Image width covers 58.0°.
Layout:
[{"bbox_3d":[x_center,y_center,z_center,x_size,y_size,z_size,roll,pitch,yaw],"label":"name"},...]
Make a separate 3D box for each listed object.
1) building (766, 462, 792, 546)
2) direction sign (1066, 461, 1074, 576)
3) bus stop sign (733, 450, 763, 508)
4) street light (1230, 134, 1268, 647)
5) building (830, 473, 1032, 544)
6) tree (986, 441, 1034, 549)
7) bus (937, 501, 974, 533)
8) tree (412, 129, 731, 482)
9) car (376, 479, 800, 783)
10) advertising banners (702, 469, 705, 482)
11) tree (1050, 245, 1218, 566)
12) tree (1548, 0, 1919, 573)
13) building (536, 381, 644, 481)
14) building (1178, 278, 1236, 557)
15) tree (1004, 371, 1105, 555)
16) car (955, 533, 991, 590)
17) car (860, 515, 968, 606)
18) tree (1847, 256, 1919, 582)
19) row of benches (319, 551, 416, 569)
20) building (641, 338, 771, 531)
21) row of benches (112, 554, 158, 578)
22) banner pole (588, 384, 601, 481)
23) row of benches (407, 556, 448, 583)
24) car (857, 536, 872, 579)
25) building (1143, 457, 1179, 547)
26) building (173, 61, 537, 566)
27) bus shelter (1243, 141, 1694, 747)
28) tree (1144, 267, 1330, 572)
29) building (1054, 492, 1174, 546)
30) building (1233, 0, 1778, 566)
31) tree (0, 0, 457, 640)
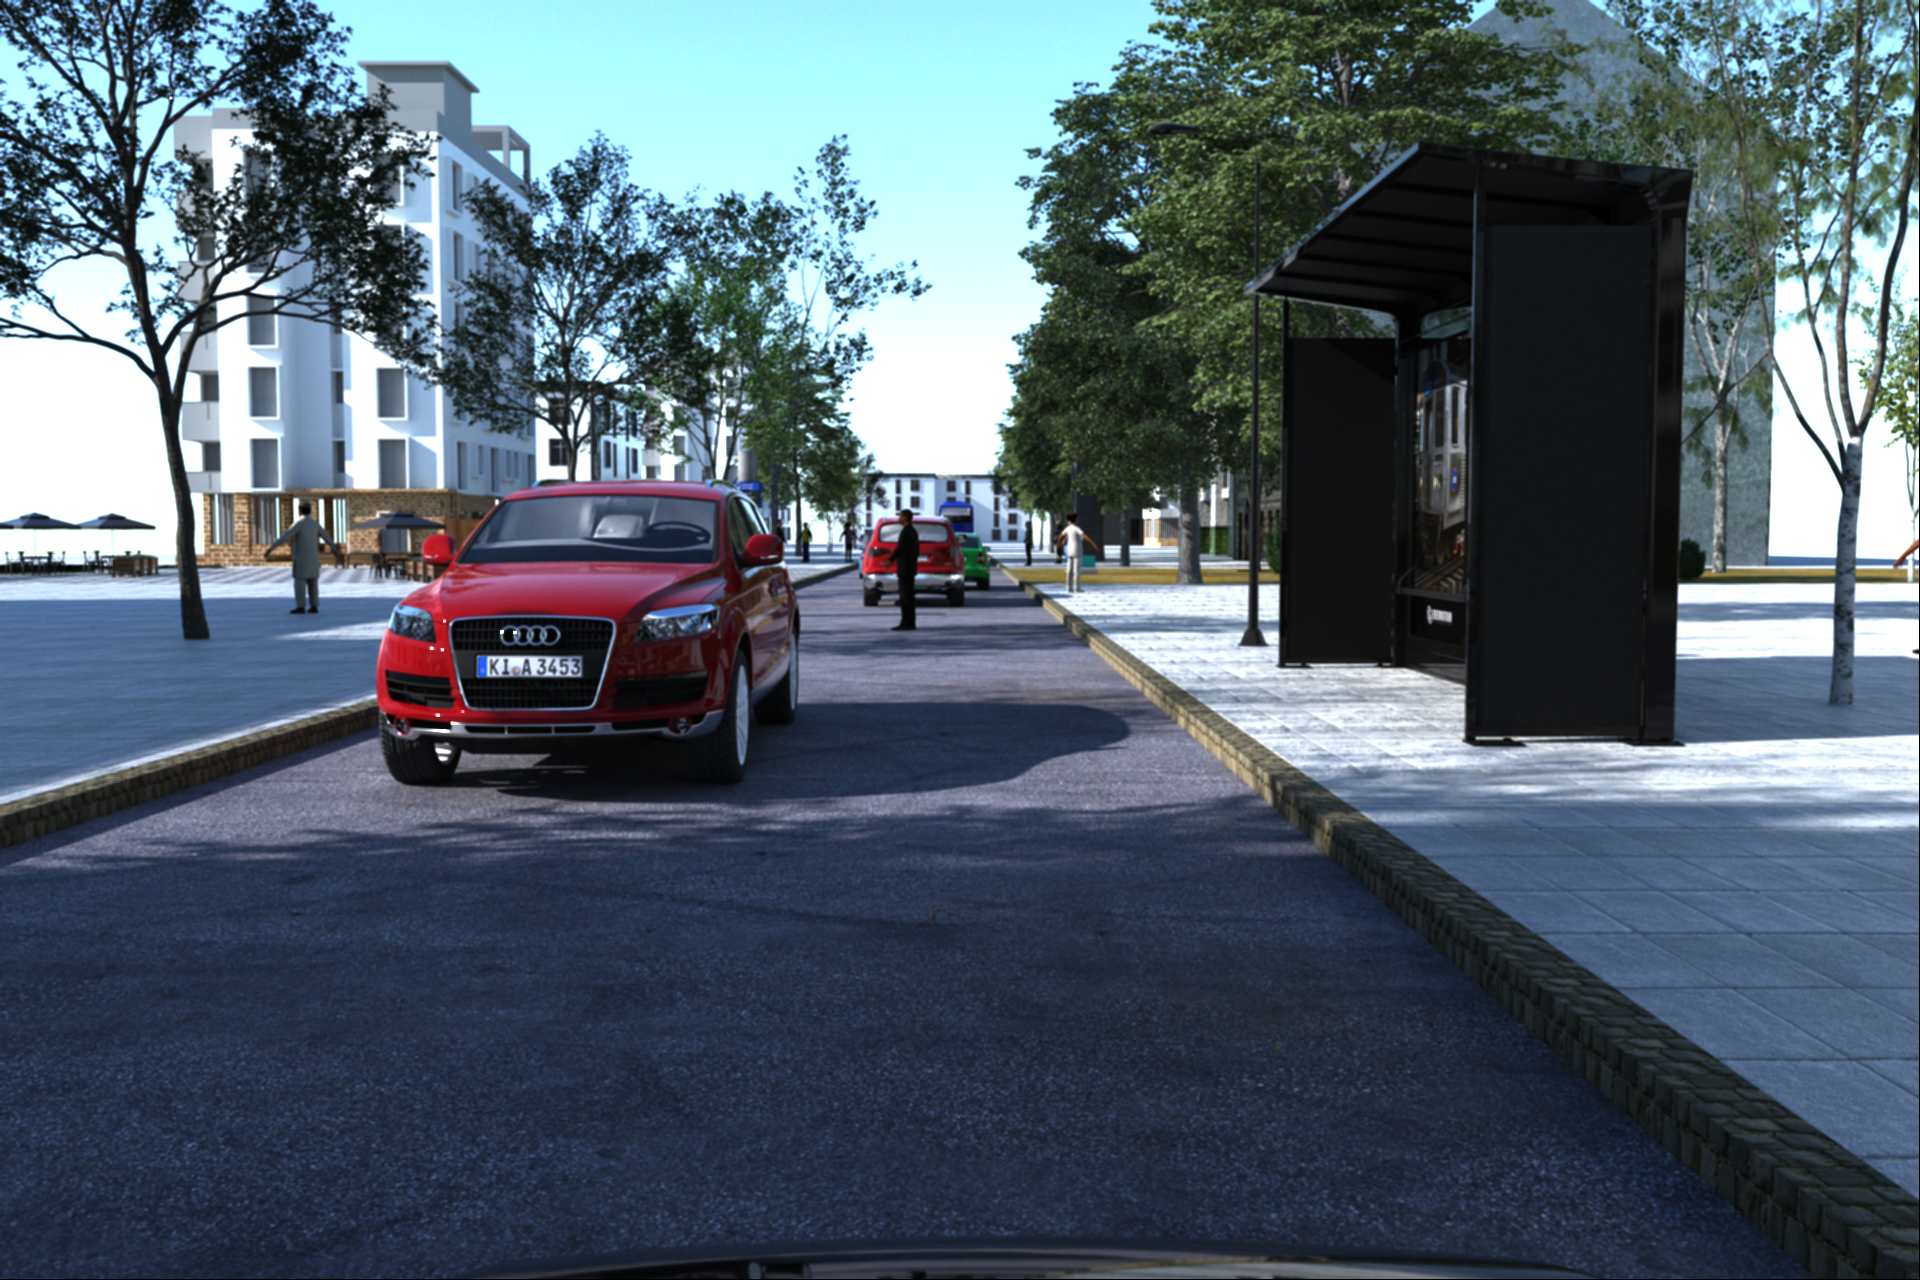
[{"bbox_3d":[-23.908,-15.790,200.312,9.099,9.664,28.070,0,4,0],"label":"building"},{"bbox_3d":[3.421,-3.710,52.650,0.379,3.537,0.876,0,4,-1],"label":"direction sign"},{"bbox_3d":[-6.712,-4.026,54.845,0.837,3.901,0.837,0,4,0],"label":"bus stop sign"},{"bbox_3d":[3.906,-2.884,19.696,1.470,5.913,1.316,0,4,0],"label":"street light"},{"bbox_3d":[-3.947,-17.981,238.585,28.070,9.664,9.099,0,4,-7],"label":"building"},{"bbox_3d":[6.140,-12.913,145.545,8.767,10.594,7.601,1,4,9],"label":"tree"},{"bbox_3d":[-0.387,-8.441,129.549,2.896,3.916,12.251,0,4,-1],"label":"bus"},{"bbox_3d":[-8.600,-6.411,39.235,7.601,10.594,8.767,-3,4,-38],"label":"tree"},{"bbox_3d":[-2.255,-0.182,11.642,2.281,1.827,5.304,0,3,0],"label":"car"},{"bbox_3d":[-6.941,-3.064,46.290,0.090,3.025,2.074,0,3,0],"label":"advertising banners"},{"bbox_3d":[6.900,-9.205,68.626,7.486,12.596,7.792,0,3,0],"label":"tree"},{"bbox_3d":[23.729,-12.307,57.111,12.611,20.169,13.585,0,3,0],"label":"tree"},{"bbox_3d":[-24.399,-10.202,108.949,9.099,9.664,28.070,0,4,0],"label":"building"},{"bbox_3d":[23.579,-14.553,104.398,16.747,18.905,31.486,0,3,0],"label":"building"},{"bbox_3d":[6.371,-11.450,105.339,7.486,12.596,7.792,0,3,0],"label":"tree"},{"bbox_3d":[-0.153,-2.245,45.499,1.959,1.807,4.718,0,4,-1],"label":"car"},{"bbox_3d":[-0.957,-1.666,35.907,2.281,1.827,5.304,0,4,-1],"label":"car"},{"bbox_3d":[25.545,-5.841,45.861,4.737,8.622,4.395,0,3,0],"label":"tree"},{"bbox_3d":[-22.139,-2.998,64.484,4.104,0.672,1.422,1,4,10],"label":"row of benches"},{"bbox_3d":[-24.609,-19.049,167.871,16.016,20.090,11.380,0,4,-1],"label":"building"},{"bbox_3d":[-25.239,-2.295,52.991,1.422,0.672,4.104,-1,4,-15],"label":"row of benches"},{"bbox_3d":[-6.143,-2.399,29.247,0.401,3.779,0.863,0,4,1],"label":"banner pole"},{"bbox_3d":[-14.086,-1.882,46.226,1.422,0.672,4.104,-2,4,-27],"label":"row of benches"},{"bbox_3d":[-2.359,-2.746,56.905,2.014,1.417,4.499,0,3,0],"label":"car"},{"bbox_3d":[24.815,-20.090,184.887,16.016,20.090,11.380,0,4,0],"label":"building"},{"bbox_3d":[-25.535,-13.108,70.732,16.016,20.090,11.380,0,4,1],"label":"building"},{"bbox_3d":[3.581,-1.360,13.515,1.731,3.624,6.357,0,4,0],"label":"bus shelter"},{"bbox_3d":[9.996,-8.142,58.872,9.928,11.665,9.643,0,3,0],"label":"tree"},{"bbox_3d":[24.515,-22.184,206.683,27.936,21.610,32.646,0,4,0],"label":"building"},{"bbox_3d":[22.931,-15.064,77.221,19.493,23.208,18.063,0,4,0],"label":"building"},{"bbox_3d":[-9.662,-5.296,21.003,7.601,10.594,8.767,1,4,19],"label":"tree"}]
